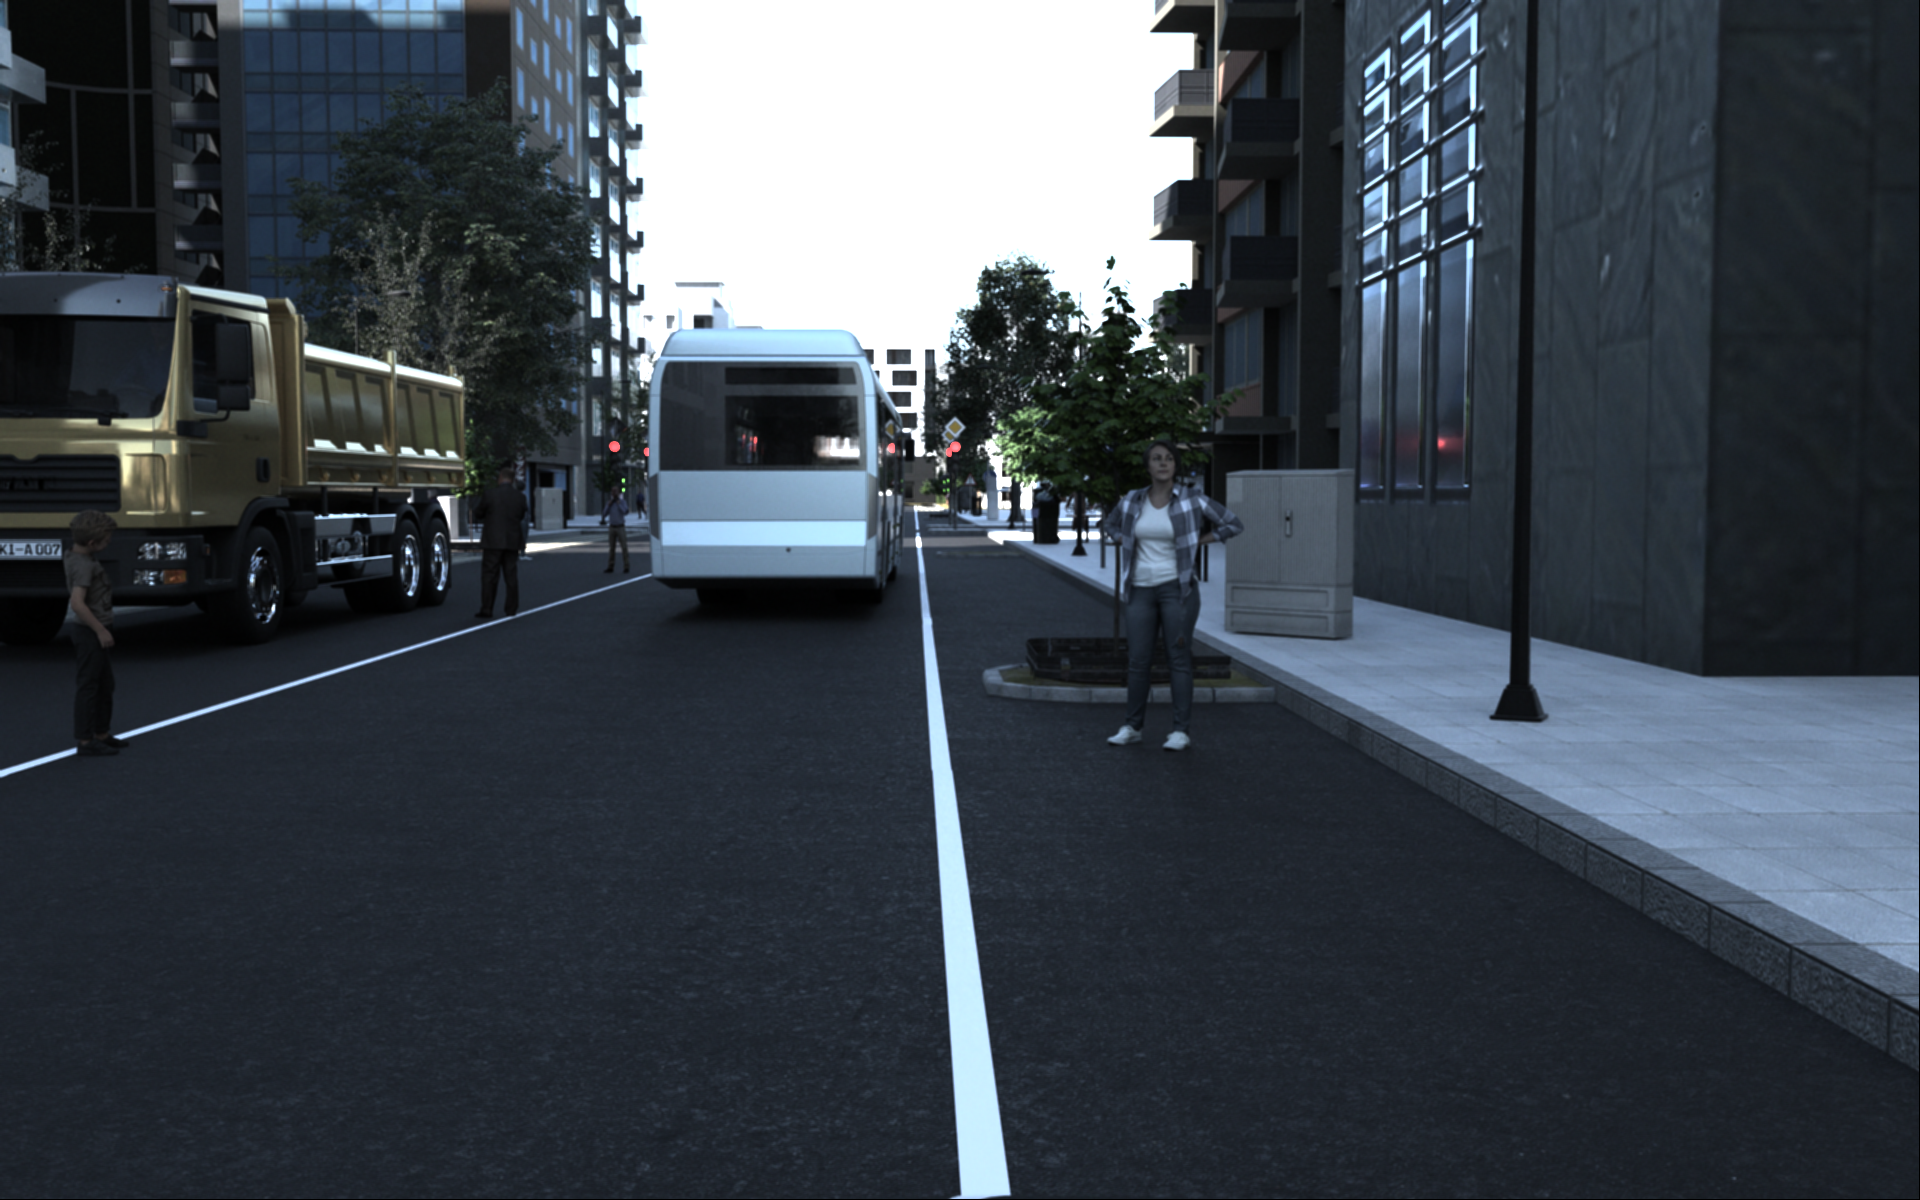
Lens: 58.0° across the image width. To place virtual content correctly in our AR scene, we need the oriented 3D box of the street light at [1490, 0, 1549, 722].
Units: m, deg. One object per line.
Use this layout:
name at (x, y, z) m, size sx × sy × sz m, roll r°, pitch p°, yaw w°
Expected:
street light at (2.657, -2.274, 9.719) m, size 1.470 × 5.913 × 1.316 m, roll 0°, pitch 4°, yaw -2°

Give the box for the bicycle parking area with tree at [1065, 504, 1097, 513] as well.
bicycle parking area with tree at (14.099, -9.428, 141.152) m, size 9.016 × 4.147 × 8.231 m, roll 3°, pitch 4°, yaw 39°

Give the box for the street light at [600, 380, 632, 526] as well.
street light at (-14.029, -5.997, 70.585) m, size 1.470 × 5.913 × 1.316 m, roll 0°, pitch 4°, yaw -2°

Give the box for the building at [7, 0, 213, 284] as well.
building at (-47.636, -39.319, 81.122) m, size 20.611 × 71.187 × 20.563 m, roll 0°, pitch 4°, yaw -2°

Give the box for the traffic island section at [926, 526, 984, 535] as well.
traffic island section at (-0.152, -2.477, 62.781) m, size 2.009 × 0.180 × 2.903 m, roll 0°, pitch 4°, yaw -2°

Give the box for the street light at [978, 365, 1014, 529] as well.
street light at (1.346, -5.514, 62.694) m, size 1.470 × 5.913 × 1.316 m, roll 0°, pitch 4°, yaw -2°

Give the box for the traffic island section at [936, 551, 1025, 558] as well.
traffic island section at (0.448, -1.038, 39.837) m, size 1.991 × 0.108 × 1.994 m, roll 0°, pitch 4°, yaw -2°

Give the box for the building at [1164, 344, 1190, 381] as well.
building at (41.602, -22.186, 206.709) m, size 32.646 × 21.610 × 27.936 m, roll 0°, pitch 4°, yaw -2°

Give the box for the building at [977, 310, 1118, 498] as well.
building at (9.239, -19.909, 181.937) m, size 16.016 × 20.091 × 11.380 m, roll 0°, pitch 4°, yaw -2°

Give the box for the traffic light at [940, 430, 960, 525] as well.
traffic light at (-0.405, -4.999, 70.648) m, size 0.839 × 4.253 × 0.868 m, roll 0°, pitch 4°, yaw -2°

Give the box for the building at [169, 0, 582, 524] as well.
building at (-25.699, -26.201, 78.494) m, size 14.600 × 45.320 × 14.200 m, roll 0°, pitch 4°, yaw -2°

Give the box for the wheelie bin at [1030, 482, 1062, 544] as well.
wheelie bin at (2.201, -2.248, 44.670) m, size 0.693 × 1.594 × 0.980 m, roll -1°, pitch 4°, yaw -18°

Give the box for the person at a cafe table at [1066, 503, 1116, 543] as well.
person at a cafe table at (3.853, -2.287, 45.907) m, size 1.698 × 1.524 × 1.622 m, roll -1°, pitch 4°, yaw -13°

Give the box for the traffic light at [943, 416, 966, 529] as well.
traffic light at (-0.193, -4.510, 62.666) m, size 0.839 × 4.253 × 0.868 m, roll 0°, pitch 4°, yaw -2°

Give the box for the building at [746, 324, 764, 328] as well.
building at (-28.616, -20.435, 190.531) m, size 16.016 × 20.091 × 11.380 m, roll 0°, pitch 4°, yaw -2°

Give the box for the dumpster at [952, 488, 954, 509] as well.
dumpster at (-0.196, -8.461, 144.103) m, size 1.264 × 1.857 × 1.865 m, roll 0°, pitch 4°, yaw -2°

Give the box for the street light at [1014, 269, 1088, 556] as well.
street light at (1.950, -3.880, 35.976) m, size 1.470 × 5.913 × 1.316 m, roll 0°, pitch 4°, yaw -2°

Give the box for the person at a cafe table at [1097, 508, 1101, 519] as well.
person at a cafe table at (7.773, -4.736, 88.288) m, size 1.726 × 1.238 × 1.698 m, roll -1°, pitch 4°, yaw -23°

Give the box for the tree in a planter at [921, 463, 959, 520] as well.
tree in a planter at (-1.045, -6.066, 96.405) m, size 1.991 × 3.239 × 1.994 m, roll 0°, pitch 4°, yaw -2°

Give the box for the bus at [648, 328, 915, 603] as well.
bus at (-2.246, -1.897, 25.874) m, size 2.948 × 3.499 × 13.247 m, roll 0°, pitch 4°, yaw 0°

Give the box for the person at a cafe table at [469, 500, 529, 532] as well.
person at a cafe table at (-15.545, -2.932, 58.800) m, size 1.726 × 1.238 × 1.698 m, roll 0°, pitch 4°, yaw 2°

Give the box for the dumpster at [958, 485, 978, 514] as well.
dumpster at (0.539, -6.524, 112.422) m, size 1.264 × 1.857 × 1.865 m, roll 0°, pitch 4°, yaw -1°

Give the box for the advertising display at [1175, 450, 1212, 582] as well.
advertising display at (3.454, -1.253, 25.694) m, size 0.123 × 1.923 × 0.974 m, roll -1°, pitch 4°, yaw -20°

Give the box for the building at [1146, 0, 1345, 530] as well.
building at (16.718, -23.861, 44.752) m, size 22.147 × 44.769 × 28.867 m, roll 0°, pitch 4°, yaw -2°

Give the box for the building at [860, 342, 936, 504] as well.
building at (-19.893, -24.607, 246.294) m, size 32.646 × 21.610 × 27.936 m, roll 0°, pitch 4°, yaw -2°

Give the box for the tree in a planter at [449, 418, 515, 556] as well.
tree in a planter at (-11.486, -2.655, 40.625) m, size 1.991 × 3.239 × 1.994 m, roll 0°, pitch 4°, yaw -2°

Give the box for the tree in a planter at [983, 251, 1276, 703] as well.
tree in a planter at (1.173, -0.953, 12.807) m, size 1.991 × 3.239 × 1.994 m, roll 0°, pitch 4°, yaw -2°

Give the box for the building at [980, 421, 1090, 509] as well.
building at (6.821, -13.477, 162.497) m, size 9.099 × 9.664 × 28.070 m, roll 0°, pitch 4°, yaw -2°

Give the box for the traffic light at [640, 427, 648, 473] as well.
traffic light at (-12.561, -4.978, 70.311) m, size 0.839 × 4.253 × 0.868 m, roll 0°, pitch 4°, yaw -2°

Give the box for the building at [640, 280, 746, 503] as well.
building at (-27.487, -18.018, 151.008) m, size 16.016 × 20.091 × 11.380 m, roll 0°, pitch 4°, yaw -2°

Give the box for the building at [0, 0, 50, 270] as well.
building at (-43.547, -26.090, 46.181) m, size 30.456 × 49.044 × 23.786 m, roll 0°, pitch 4°, yaw -2°

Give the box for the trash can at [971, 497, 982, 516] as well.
trash can at (0.979, -5.453, 100.816) m, size 0.748 × 1.137 × 0.748 m, roll 0°, pitch 3°, yaw 0°

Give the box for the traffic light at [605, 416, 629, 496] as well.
traffic light at (-12.349, -4.490, 62.329) m, size 0.839 × 4.253 × 0.868 m, roll 0°, pitch 4°, yaw -2°

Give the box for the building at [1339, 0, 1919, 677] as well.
building at (16.497, -42.333, 4.820) m, size 22.319 × 86.520 × 31.000 m, roll 0°, pitch 4°, yaw -2°

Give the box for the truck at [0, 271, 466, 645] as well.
truck at (-7.888, -1.385, 18.577) m, size 3.469 × 3.379 × 9.791 m, roll 0°, pitch 4°, yaw -1°

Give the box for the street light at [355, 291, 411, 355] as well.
street light at (-13.230, -4.107, 39.695) m, size 1.470 × 5.913 × 1.316 m, roll 0°, pitch 4°, yaw -2°

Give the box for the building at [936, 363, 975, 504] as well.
building at (12.311, -22.945, 241.609) m, size 31.486 × 18.905 × 16.747 m, roll 0°, pitch 4°, yaw -2°

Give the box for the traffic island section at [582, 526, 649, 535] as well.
traffic island section at (-12.390, -2.458, 62.462) m, size 2.009 × 0.180 × 2.903 m, roll 0°, pitch 4°, yaw -2°

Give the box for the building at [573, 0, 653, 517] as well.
building at (-31.775, -29.902, 108.501) m, size 23.786 × 49.044 × 30.456 m, roll 0°, pitch 4°, yaw -2°
